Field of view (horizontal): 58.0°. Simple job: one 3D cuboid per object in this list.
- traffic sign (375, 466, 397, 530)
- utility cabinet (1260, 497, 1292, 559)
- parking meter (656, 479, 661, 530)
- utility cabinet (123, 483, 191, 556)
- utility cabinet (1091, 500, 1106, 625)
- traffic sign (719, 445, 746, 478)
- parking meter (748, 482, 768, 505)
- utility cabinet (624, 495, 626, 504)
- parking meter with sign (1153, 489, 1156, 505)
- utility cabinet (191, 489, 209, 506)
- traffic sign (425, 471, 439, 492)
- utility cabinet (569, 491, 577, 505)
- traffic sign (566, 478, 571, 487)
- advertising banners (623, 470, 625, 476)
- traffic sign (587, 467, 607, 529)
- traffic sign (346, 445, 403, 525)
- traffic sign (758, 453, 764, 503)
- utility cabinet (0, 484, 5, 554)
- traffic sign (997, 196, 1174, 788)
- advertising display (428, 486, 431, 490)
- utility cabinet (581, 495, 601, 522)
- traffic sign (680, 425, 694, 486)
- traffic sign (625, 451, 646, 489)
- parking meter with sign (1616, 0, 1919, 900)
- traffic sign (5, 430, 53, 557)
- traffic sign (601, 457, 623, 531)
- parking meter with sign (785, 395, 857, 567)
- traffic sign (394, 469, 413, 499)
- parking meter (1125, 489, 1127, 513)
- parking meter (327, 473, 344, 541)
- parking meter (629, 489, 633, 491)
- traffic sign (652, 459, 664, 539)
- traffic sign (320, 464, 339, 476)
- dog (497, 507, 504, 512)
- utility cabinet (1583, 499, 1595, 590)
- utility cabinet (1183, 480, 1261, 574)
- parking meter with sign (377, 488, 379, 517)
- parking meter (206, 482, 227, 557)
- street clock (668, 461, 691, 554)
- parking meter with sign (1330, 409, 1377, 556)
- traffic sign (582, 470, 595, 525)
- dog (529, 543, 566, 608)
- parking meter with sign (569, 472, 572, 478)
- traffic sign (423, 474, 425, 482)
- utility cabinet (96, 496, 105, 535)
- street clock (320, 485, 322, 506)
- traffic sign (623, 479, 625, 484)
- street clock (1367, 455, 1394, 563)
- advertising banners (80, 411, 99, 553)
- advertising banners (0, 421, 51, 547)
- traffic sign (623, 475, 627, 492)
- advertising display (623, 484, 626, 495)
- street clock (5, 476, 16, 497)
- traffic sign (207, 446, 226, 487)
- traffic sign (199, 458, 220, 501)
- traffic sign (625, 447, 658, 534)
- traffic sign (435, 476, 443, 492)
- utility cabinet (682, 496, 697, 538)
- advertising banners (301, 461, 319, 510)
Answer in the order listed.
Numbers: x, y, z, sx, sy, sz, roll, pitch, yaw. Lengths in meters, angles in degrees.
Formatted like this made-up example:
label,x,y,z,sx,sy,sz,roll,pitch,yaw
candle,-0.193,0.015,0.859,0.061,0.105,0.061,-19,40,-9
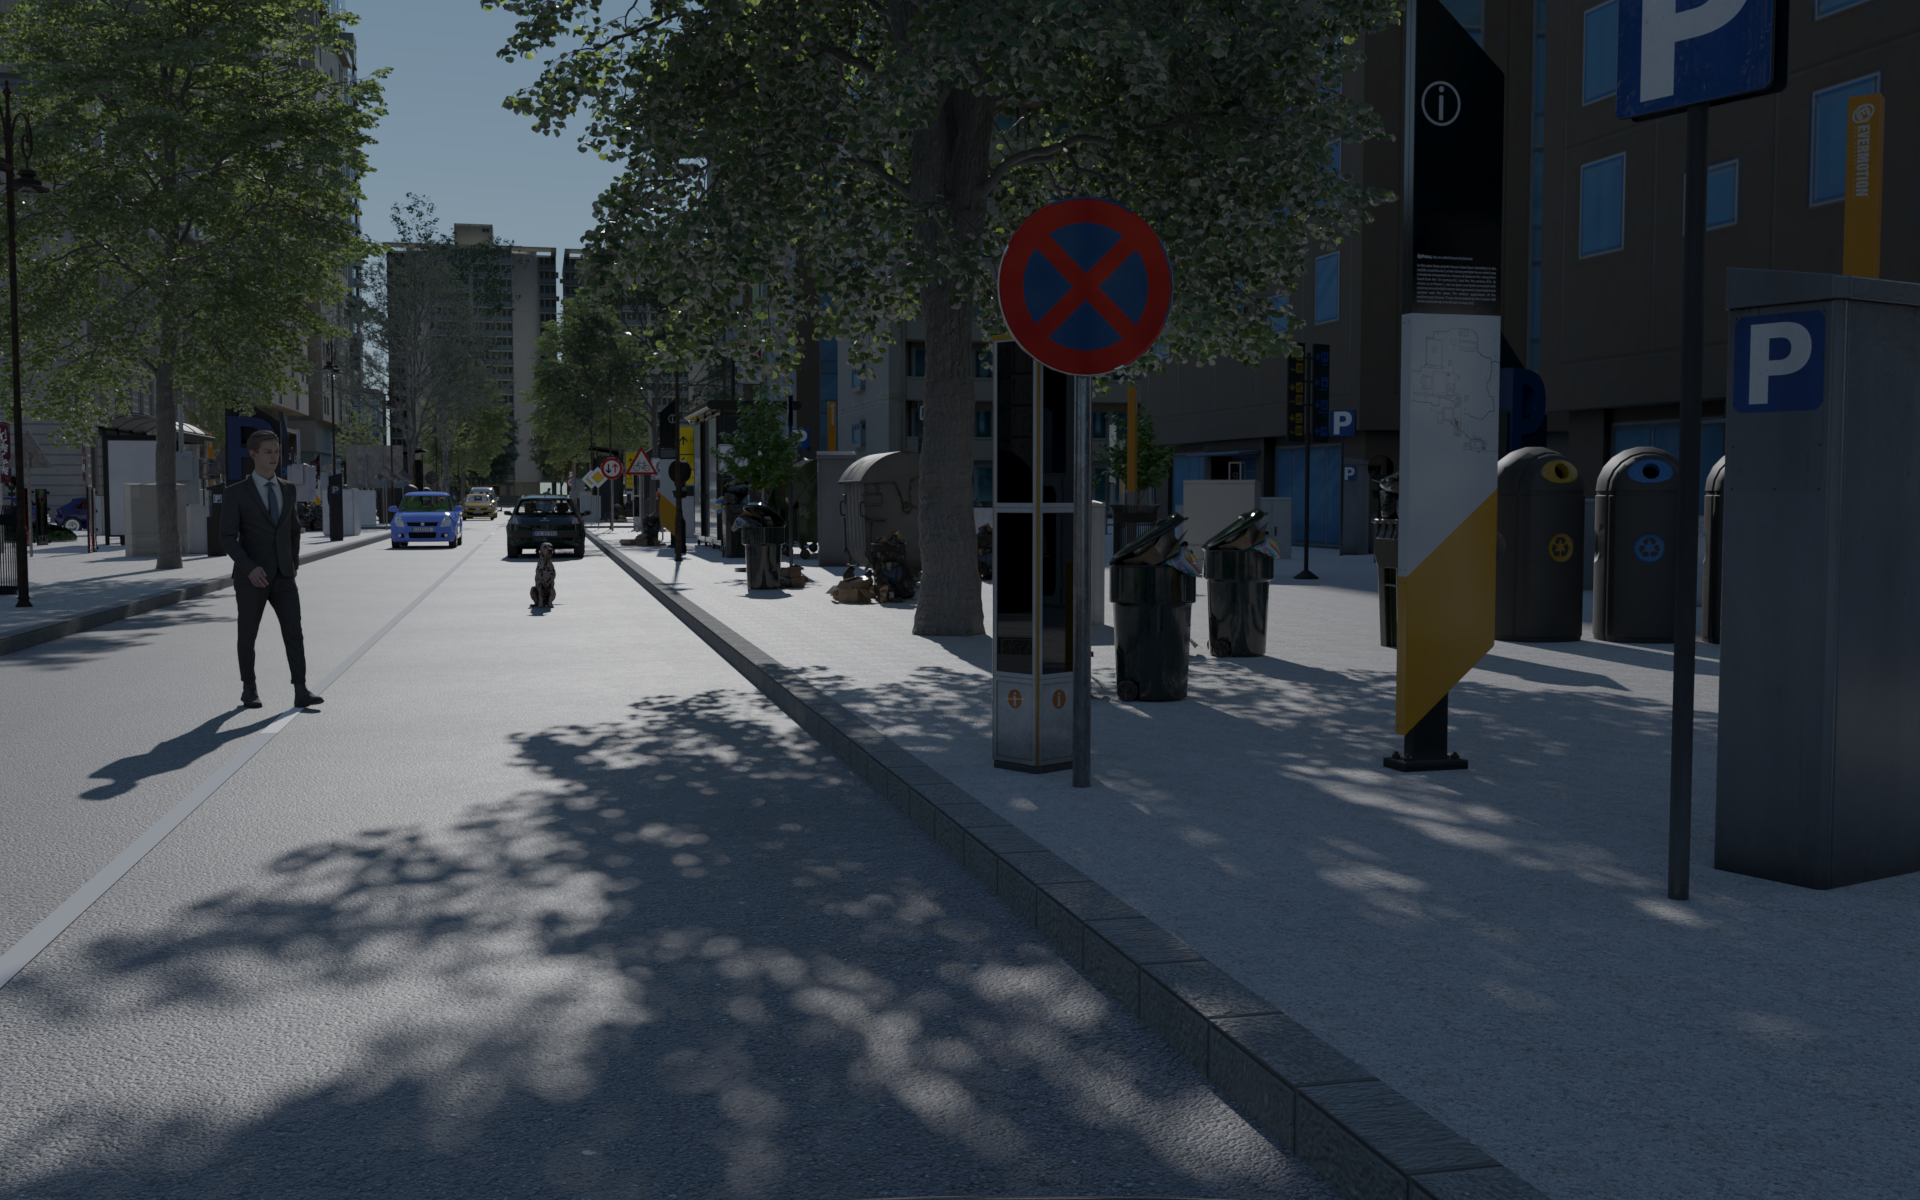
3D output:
label,x,y,z,sx,sy,sz,roll,pitch,yaw
traffic sign,-20.445,-3.553,61.729,0.795,2.450,0.064,-1,4,-14
utility cabinet,6.013,-1.408,34.190,1.020,1.237,0.306,0,4,-1
parking meter,-10.928,-3.471,62.465,0.255,1.863,0.399,2,4,30
utility cabinet,-16.522,-1.647,35.604,0.318,1.500,1.173,3,4,37
utility cabinet,0.902,-0.355,16.965,1.020,1.237,0.306,-1,4,-18
traffic sign,-4.658,-2.052,35.675,0.606,2.300,0.079,0,4,-4
parking meter,-3.870,-1.515,33.174,0.372,1.533,0.369,0,3,0
utility cabinet,-20.372,-5.690,104.196,1.020,1.237,0.306,-3,5,-43
parking meter with sign,6.967,-3.880,59.700,0.543,3.016,1.738,2,4,23
utility cabinet,-33.604,-4.178,76.988,1.173,1.500,0.318,-3,5,-41
traffic sign,-28.990,-5.814,95.164,0.768,2.556,0.104,-1,4,-8
utility cabinet,-28.317,-7.305,128.108,1.173,1.500,0.318,2,4,24
traffic sign,-29.319,-7.994,130.808,0.768,2.556,0.104,0,4,-4
advertising banners,-24.581,-7.883,125.075,0.090,3.025,2.074,-3,4,-36
traffic sign,-13.256,-3.658,63.456,0.795,2.450,0.064,-1,4,-14
traffic sign,-24.347,-4.784,72.091,2.265,3.308,0.079,-1,4,-9
traffic sign,-3.619,-1.947,31.939,0.768,2.556,0.104,0,4,-5
utility cabinet,-20.872,-1.735,37.045,1.173,1.500,0.318,3,5,40
traffic sign,0.534,-0.454,7.522,0.768,2.556,0.104,0,4,-6
advertising display,-40.149,-7.704,131.166,0.123,1.923,0.974,-1,4,-21
utility cabinet,-17.107,-4.230,80.326,1.020,1.237,0.306,2,4,34
traffic sign,-7.276,-3.501,51.109,2.265,3.308,0.079,0,4,-7
traffic sign,-14.779,-5.416,82.427,2.265,3.308,0.079,-1,4,-9
parking meter with sign,2.982,-0.586,5.834,1.738,3.016,0.543,-2,4,-32
traffic sign,-18.939,-2.156,35.249,0.884,2.594,0.081,-1,4,-10
traffic sign,-12.097,-3.678,60.245,0.768,2.556,0.104,0,4,-7
parking meter with sign,-2.172,-2.107,30.711,1.738,3.016,0.543,0,4,-7
traffic sign,-22.339,-4.027,69.487,0.795,2.450,0.064,-1,4,-14
parking meter,7.573,-4.404,77.711,0.255,1.863,0.399,-3,4,-37
parking meter,-17.125,-2.554,47.467,0.399,1.863,0.255,-1,4,-20
parking meter,-27.181,-8.399,143.027,0.255,1.863,0.399,0,4,6
traffic sign,-8.460,-2.881,49.230,0.606,2.300,0.079,-1,4,-12
traffic sign,-26.325,-4.418,72.335,0.768,2.556,0.104,-1,4,-11
dog,-37.277,-7.337,140.150,0.748,0.427,0.550,-2,4,-25
utility cabinet,8.408,-0.743,23.308,1.020,1.237,0.306,-2,4,-35
utility cabinet,4.126,-1.139,27.303,1.173,1.500,0.318,2,4,28
parking meter with sign,-32.917,-6.056,95.274,1.738,3.016,0.543,-1,4,-15
parking meter,-15.322,-1.668,35.683,0.372,1.533,0.369,0,3,0
street clock,-6.038,-2.006,37.371,0.471,2.002,0.358,2,4,33
parking meter with sign,8.362,-2.465,36.564,0.543,3.016,1.738,2,4,33
traffic sign,-15.151,-4.133,71.214,0.795,2.450,0.064,-1,4,-14
dog,-5.217,-0.321,22.079,0.513,0.831,0.800,1,4,19
parking meter with sign,-29.475,-8.450,134.412,0.543,3.016,1.738,2,4,35
traffic sign,-31.356,-6.128,100.291,0.768,2.556,0.104,-1,4,-12
utility cabinet,-26.864,-2.625,54.076,1.020,1.237,0.306,3,5,40
street clock,-51.131,-8.187,138.420,0.358,2.002,0.471,1,4,13
traffic sign,-22.903,-7.014,116.801,0.606,2.300,0.079,0,4,-5
street clock,7.829,-1.695,32.282,0.471,2.002,0.358,1,4,11
advertising banners,-18.884,-2.529,37.541,0.090,3.025,2.074,-1,4,-20
advertising banners,-22.986,-2.834,42.516,0.090,3.025,2.074,0,4,3
traffic sign,-22.652,-7.179,117.480,0.768,2.556,0.104,0,4,-5
advertising display,-22.357,-6.612,113.321,0.974,1.923,0.123,-1,4,-19
street clock,-37.874,-3.953,69.203,0.358,2.002,0.471,1,4,22
traffic sign,-19.924,-2.871,46.938,0.884,2.594,0.081,0,4,-8
traffic sign,-21.370,-2.886,49.319,0.606,2.300,0.079,-1,4,-11
traffic sign,-8.724,-2.905,47.505,0.884,2.594,0.081,0,4,-4
traffic sign,-36.945,-7.496,122.667,0.768,2.556,0.104,0,4,-7
utility cabinet,-7.706,-2.401,50.425,1.020,1.237,0.306,2,4,25
advertising banners,-34.525,-5.794,90.914,0.090,3.025,2.074,3,4,38
